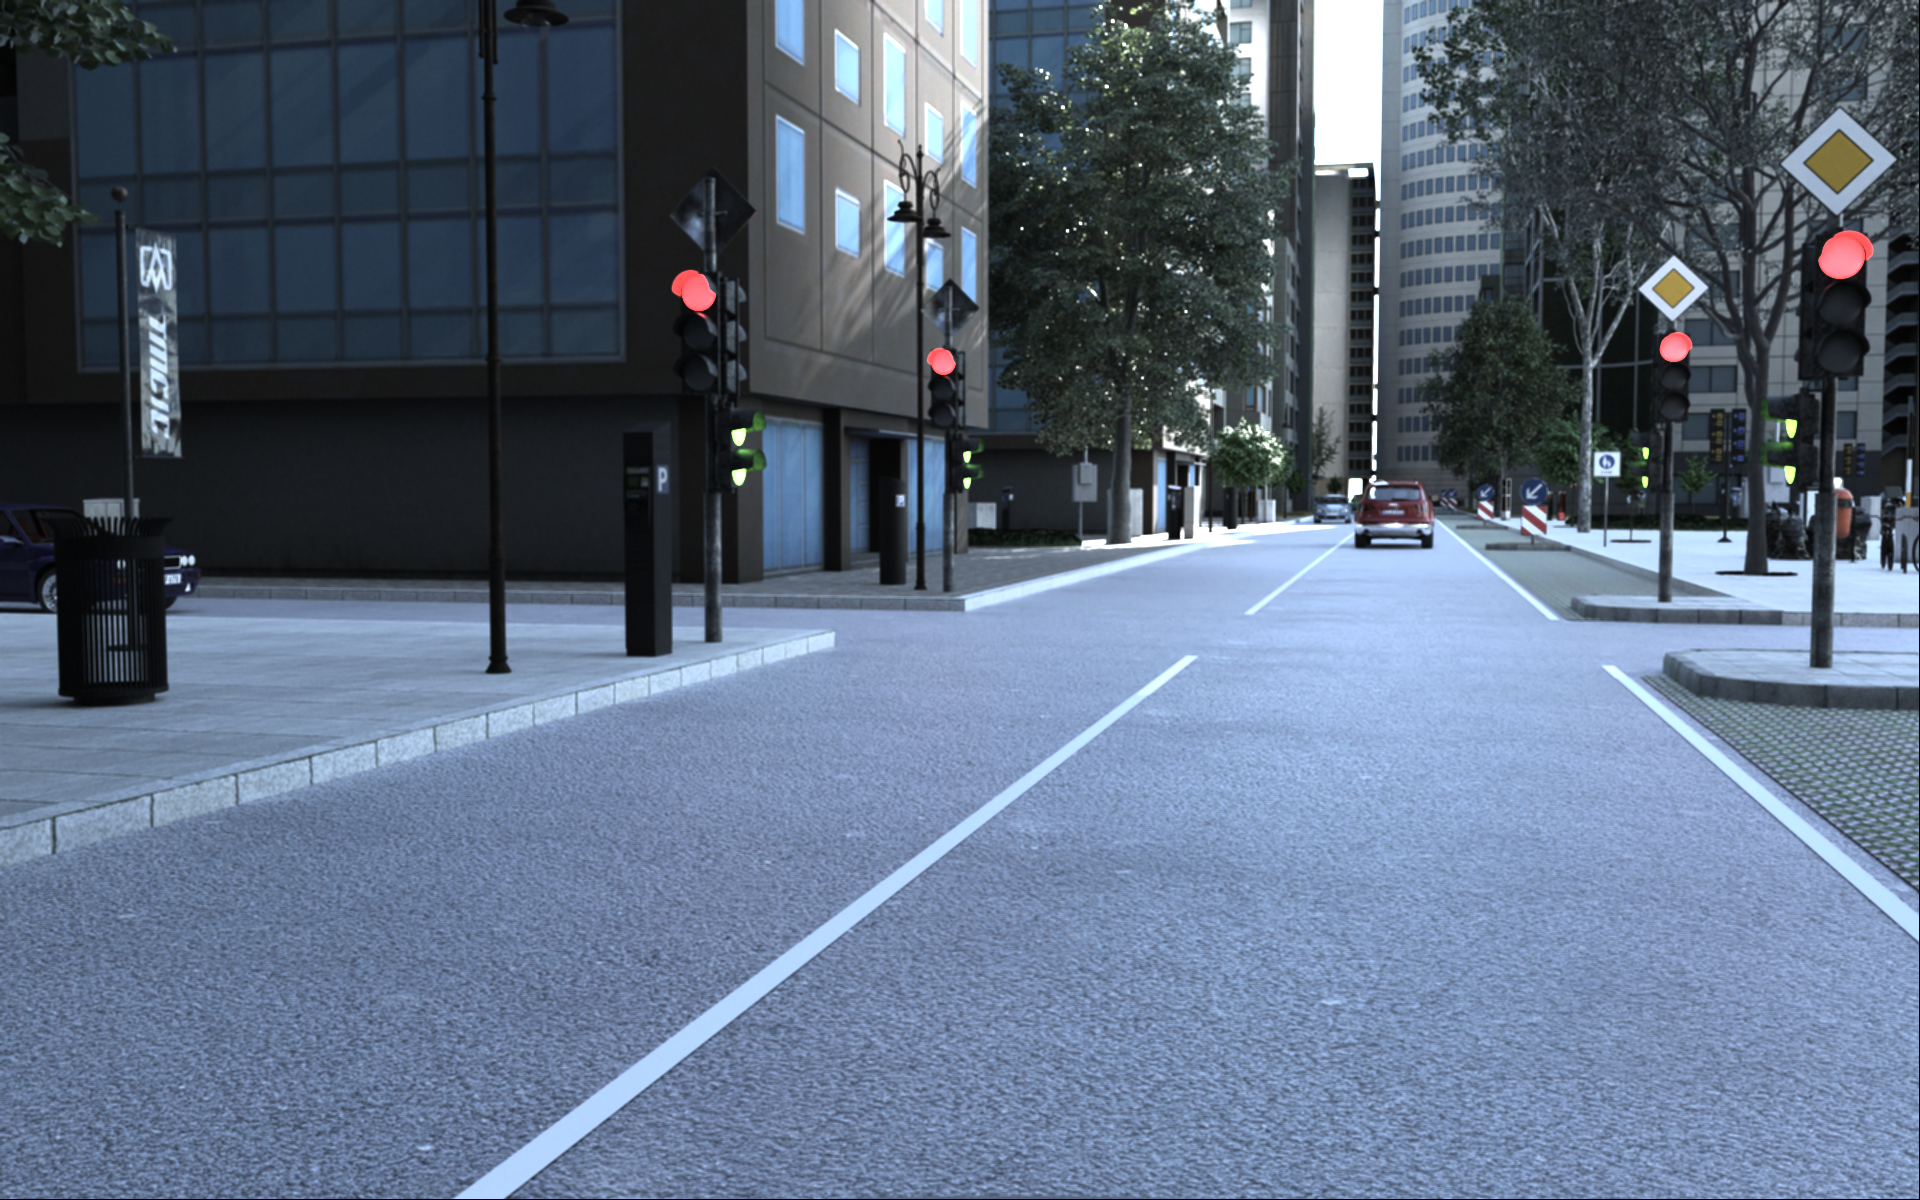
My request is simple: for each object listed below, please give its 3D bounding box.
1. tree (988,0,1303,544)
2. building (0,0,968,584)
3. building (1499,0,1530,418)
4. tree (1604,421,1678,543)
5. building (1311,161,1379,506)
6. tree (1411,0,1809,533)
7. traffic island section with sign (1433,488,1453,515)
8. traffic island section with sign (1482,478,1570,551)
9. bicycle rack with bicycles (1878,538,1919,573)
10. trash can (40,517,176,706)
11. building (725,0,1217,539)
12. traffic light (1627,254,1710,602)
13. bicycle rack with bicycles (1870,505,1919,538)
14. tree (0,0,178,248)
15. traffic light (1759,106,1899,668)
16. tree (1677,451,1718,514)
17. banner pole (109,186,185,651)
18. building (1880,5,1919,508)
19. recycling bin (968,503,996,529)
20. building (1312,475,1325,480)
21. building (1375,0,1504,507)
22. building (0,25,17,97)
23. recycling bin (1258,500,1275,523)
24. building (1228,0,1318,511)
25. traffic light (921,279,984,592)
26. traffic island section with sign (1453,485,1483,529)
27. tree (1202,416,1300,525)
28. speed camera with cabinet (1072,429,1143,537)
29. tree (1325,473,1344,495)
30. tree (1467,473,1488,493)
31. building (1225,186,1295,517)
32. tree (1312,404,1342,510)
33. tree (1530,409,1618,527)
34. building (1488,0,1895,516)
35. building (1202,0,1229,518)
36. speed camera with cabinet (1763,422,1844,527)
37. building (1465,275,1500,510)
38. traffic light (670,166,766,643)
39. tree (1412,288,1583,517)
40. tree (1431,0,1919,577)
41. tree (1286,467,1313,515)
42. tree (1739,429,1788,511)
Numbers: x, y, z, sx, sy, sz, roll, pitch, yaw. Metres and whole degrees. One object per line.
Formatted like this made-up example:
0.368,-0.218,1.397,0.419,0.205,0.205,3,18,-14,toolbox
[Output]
4.139,-8.422,44.351,9.857,13.997,8.962,0,3,0,tree
-7.835,-23.319,31.385,14.600,45.320,14.200,1,4,14,building
47.072,-27.150,127.505,14.154,41.232,14.086,1,4,14,building
17.871,-3.141,45.951,1.663,3.219,1.824,0,3,0,tree
34.702,-30.763,194.854,23.993,40.220,32.217,1,4,14,building
21.988,-12.251,56.187,12.611,20.169,13.585,0,3,0,tree
33.904,-6.792,119.672,1.989,1.847,2.006,1,4,14,traffic island section with sign
14.540,-2.188,44.396,1.989,1.847,2.006,1,4,14,traffic island section with sign
16.303,-0.914,28.325,2.852,0.926,2.925,2,4,28,bicycle rack with bicycles
-5.221,0.061,10.660,0.748,1.137,0.748,0,3,0,trash can
1.319,-25.108,60.622,14.600,45.320,14.200,1,4,14,building
8.358,-1.930,20.468,0.839,4.253,0.868,1,4,14,traffic light
28.994,-2.567,55.359,2.925,0.926,2.852,-3,5,-44,bicycle rack with bicycles
-6.041,-5.369,5.914,7.486,12.596,7.792,0,3,0,tree
6.369,-1.456,12.734,0.839,4.253,0.868,1,4,14,traffic light
32.484,-5.029,76.820,1.663,3.219,1.824,0,3,0,tree
-6.766,-1.492,14.412,0.401,3.779,0.863,1,4,17,banner pole
83.275,-30.467,148.251,14.200,45.320,14.600,1,4,14,building
0.566,-2.301,50.182,0.722,1.027,0.722,-2,4,-31,recycling bin
19.064,-31.001,161.496,28.867,44.769,22.147,1,4,14,building
58.505,-39.148,182.063,28.212,58.520,21.231,1,4,14,building
-21.461,-16.074,34.515,14.107,30.474,14.160,1,4,14,building
13.441,-3.879,75.970,0.722,1.027,0.722,1,4,14,recycling bin
19.693,-27.469,132.718,14.154,41.232,14.086,1,4,14,building
-0.132,-2.062,22.627,0.839,4.253,0.868,1,4,14,traffic light
21.341,-3.804,70.830,1.989,1.847,2.006,1,4,14,traffic island section with sign
11.792,-5.423,72.380,4.285,4.588,4.351,0,3,0,tree
4.384,-3.496,51.503,2.038,3.252,0.660,0,4,-4,speed camera with cabinet
34.209,-10.025,158.505,1.663,3.219,1.824,0,3,0,tree
38.214,-8.156,127.945,1.663,3.219,1.824,0,3,0,tree
7.080,-16.473,114.377,27.650,21.520,28.899,1,4,14,building
29.082,-11.709,141.808,4.737,8.622,4.395,0,3,0,tree
23.747,-5.094,66.997,4.285,4.588,4.351,0,3,0,tree
44.851,-40.999,108.588,20.563,71.187,20.611,1,4,14,building
1.759,-28.342,87.101,21.300,48.544,21.600,1,4,14,building
22.231,-3.145,45.760,2.038,3.252,0.660,1,4,11,speed camera with cabinet
58.035,-18.496,147.445,27.650,21.520,28.899,1,4,14,building
-2.121,-1.589,14.893,0.839,4.253,0.868,1,4,14,traffic light
30.308,-11.005,96.943,9.611,12.733,9.660,0,3,0,tree
12.586,-7.146,27.207,12.009,13.543,11.850,0,3,0,tree
20.872,-6.938,108.045,1.663,3.219,1.824,0,3,0,tree
39.580,-6.138,84.070,4.285,4.588,4.351,0,3,0,tree
